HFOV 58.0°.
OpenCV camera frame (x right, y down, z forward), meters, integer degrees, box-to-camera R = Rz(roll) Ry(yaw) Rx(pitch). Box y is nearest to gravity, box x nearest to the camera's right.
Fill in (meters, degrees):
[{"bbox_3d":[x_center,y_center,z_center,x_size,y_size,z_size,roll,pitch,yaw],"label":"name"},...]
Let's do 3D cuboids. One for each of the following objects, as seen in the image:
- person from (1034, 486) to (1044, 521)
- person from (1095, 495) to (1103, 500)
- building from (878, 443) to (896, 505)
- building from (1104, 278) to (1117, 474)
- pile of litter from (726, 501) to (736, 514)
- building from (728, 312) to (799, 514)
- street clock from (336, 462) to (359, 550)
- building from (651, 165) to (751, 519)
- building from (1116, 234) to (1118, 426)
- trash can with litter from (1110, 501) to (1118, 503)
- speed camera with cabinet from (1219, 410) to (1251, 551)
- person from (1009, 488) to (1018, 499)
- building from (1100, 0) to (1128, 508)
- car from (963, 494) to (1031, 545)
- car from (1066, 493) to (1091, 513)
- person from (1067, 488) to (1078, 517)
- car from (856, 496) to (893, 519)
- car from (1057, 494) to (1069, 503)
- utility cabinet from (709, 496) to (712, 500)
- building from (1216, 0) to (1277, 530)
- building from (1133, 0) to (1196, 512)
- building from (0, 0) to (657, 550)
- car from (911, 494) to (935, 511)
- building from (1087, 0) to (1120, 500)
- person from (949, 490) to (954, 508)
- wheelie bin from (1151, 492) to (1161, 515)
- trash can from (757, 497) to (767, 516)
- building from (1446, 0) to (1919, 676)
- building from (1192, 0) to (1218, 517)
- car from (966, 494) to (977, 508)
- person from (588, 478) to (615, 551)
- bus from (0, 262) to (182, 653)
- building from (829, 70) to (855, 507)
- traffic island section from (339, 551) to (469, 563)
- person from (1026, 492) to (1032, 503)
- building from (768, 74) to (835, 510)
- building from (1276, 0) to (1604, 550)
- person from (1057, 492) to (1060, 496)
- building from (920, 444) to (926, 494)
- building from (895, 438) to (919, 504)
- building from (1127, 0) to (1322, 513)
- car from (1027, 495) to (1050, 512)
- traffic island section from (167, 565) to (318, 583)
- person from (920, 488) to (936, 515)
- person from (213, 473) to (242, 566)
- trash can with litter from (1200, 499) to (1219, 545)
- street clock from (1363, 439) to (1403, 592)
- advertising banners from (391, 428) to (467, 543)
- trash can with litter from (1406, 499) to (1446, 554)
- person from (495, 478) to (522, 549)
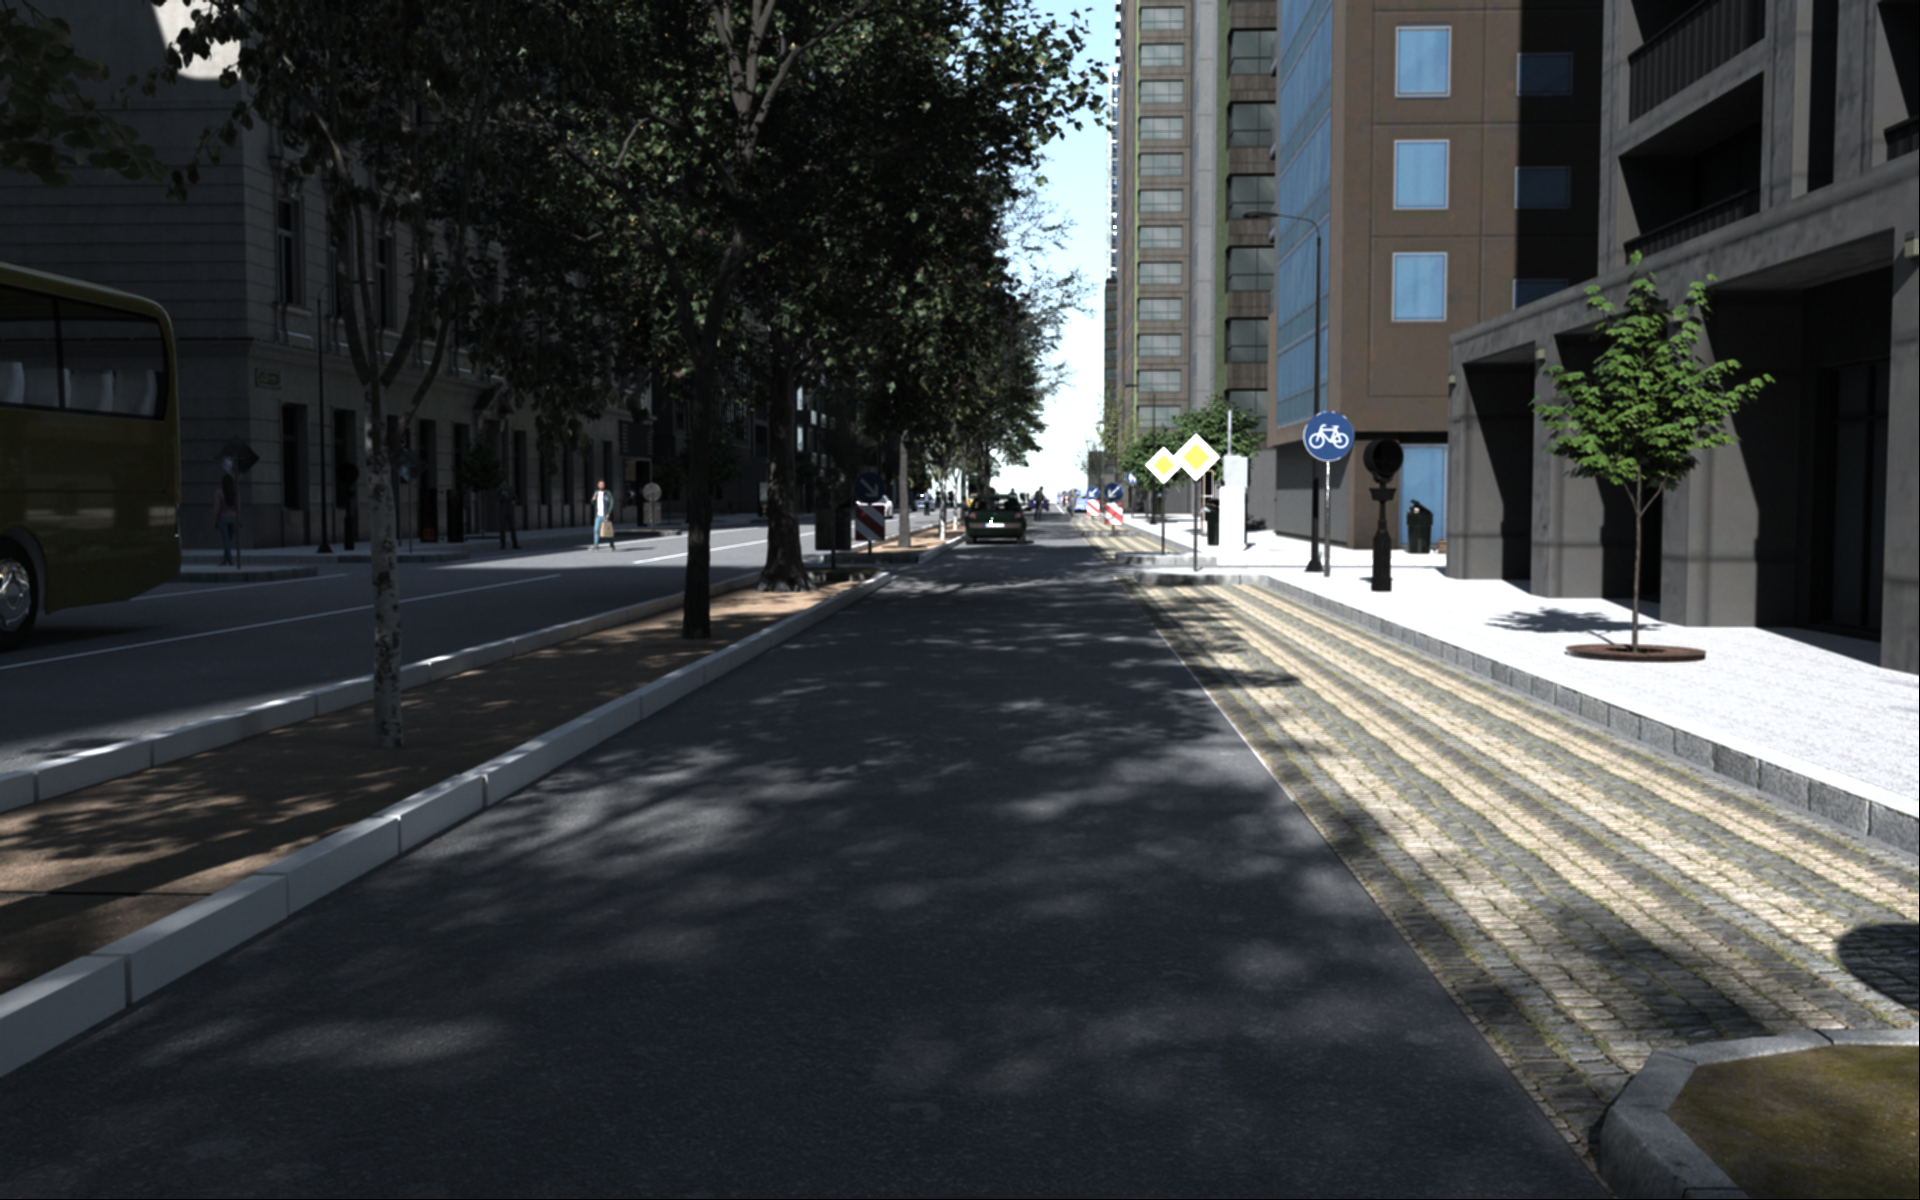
[{"bbox_3d":[4.229,-5.126,92.114,0.447,1.846,0.655,-3,5,-43],"label":"person"},{"bbox_3d":[15.143,-11.190,191.468,1.348,1.823,0.705,0,4,6],"label":"person"},{"bbox_3d":[-15.200,-26.524,205.364,14.160,30.474,14.107,0,4,3],"label":"building"},{"bbox_3d":[26.222,-28.129,231.616,14.160,30.474,14.107,0,4,3],"label":"building"},{"bbox_3d":[-14.881,-5.881,110.112,1.176,0.858,1.719,-2,4,-34],"label":"pile of litter"},{"bbox_3d":[-22.373,-41.846,122.441,20.563,71.187,20.611,0,4,3],"label":"building"},{"bbox_3d":[-13.985,-2.143,39.603,0.471,2.002,0.358,0,4,-8],"label":"street clock"},{"bbox_3d":[-20.477,-18.452,95.196,14.314,27.812,24.014,0,4,3],"label":"building"},{"bbox_3d":[23.310,-32.252,177.432,14.600,45.320,14.200,0,4,3],"label":"building"},{"bbox_3d":[9.883,-6.014,109.710,0.624,1.170,1.055,-1,4,-15],"label":"trash can with litter"},{"bbox_3d":[6.390,-2.805,40.195,0.660,3.252,2.038,1,4,13],"label":"speed camera with cabinet"},{"bbox_3d":[2.975,-5.533,99.369,0.661,1.777,0.834,-2,4,-28],"label":"person"},{"bbox_3d":[27.913,-47.353,212.470,20.563,71.187,20.611,0,4,3],"label":"building"},{"bbox_3d":[1.060,-2.488,50.469,2.009,1.686,4.222,0,4,2],"label":"car"},{"bbox_3d":[9.121,-7.547,132.979,1.945,1.707,3.694,0,4,3],"label":"car"},{"bbox_3d":[7.015,-6.106,108.433,0.694,1.812,0.767,1,4,20],"label":"person"},{"bbox_3d":[-4.917,-5.355,99.918,2.083,1.381,4.827,0,4,3],"label":"car"},{"bbox_3d":[15.078,-14.901,253.218,1.945,1.707,3.694,0,4,2],"label":"car"},{"bbox_3d":[-12.803,-4.568,85.848,1.020,1.237,0.306,-2,4,-29],"label":"utility cabinet"},{"bbox_3d":[16.867,-18.092,67.509,14.160,30.474,14.107,0,4,3],"label":"building"},{"bbox_3d":[19.910,-27.205,128.403,14.154,41.232,14.086,0,4,3],"label":"building"},{"bbox_3d":[-23.127,-17.398,60.879,17.030,29.872,44.131,0,4,3],"label":"building"},{"bbox_3d":[-3.057,-8.123,144.811,2.014,1.417,4.499,0,4,3],"label":"car"},{"bbox_3d":[30.307,-57.495,252.714,22.319,86.520,31.000,0,4,3],"label":"building"},{"bbox_3d":[-0.857,-10.648,182.585,0.705,1.826,1.348,1,4,20],"label":"person"},{"bbox_3d":[12.019,-5.938,104.992,0.980,1.594,0.693,3,5,42],"label":"wheelie bin"},{"bbox_3d":[-11.285,-5.358,99.249,0.748,1.137,0.748,0,3,0],"label":"trash can"},{"bbox_3d":[17.184,-35.204,13.843,20.563,71.187,20.611,0,4,3],"label":"building"},{"bbox_3d":[23.647,-33.869,95.754,21.231,58.520,28.212,0,4,3],"label":"building"},{"bbox_3d":[1.619,-10.085,175.111,2.015,1.641,3.980,0,4,3],"label":"car"},{"bbox_3d":[-8.822,-2.106,42.924,0.794,1.824,0.713,3,4,36],"label":"person"},{"bbox_3d":[-9.822,-1.300,12.794,2.896,3.916,12.252,0,4,1],"label":"bus"},{"bbox_3d":[-19.993,-33.750,175.518,21.300,48.544,21.600,0,4,3],"label":"building"},{"bbox_3d":[-11.902,-0.930,37.481,2.009,0.180,2.903,0,4,3],"label":"traffic island section"},{"bbox_3d":[9.463,-14.199,241.371,1.217,1.743,0.721,0,4,-2],"label":"person"},{"bbox_3d":[-22.905,-32.418,149.638,23.786,49.044,30.456,0,4,3],"label":"building"},{"bbox_3d":[16.089,-24.134,44.709,14.200,45.320,14.600,0,4,3],"label":"building"},{"bbox_3d":[15.130,-15.668,264.669,0.705,1.824,1.348,-1,4,-20],"label":"person"},{"bbox_3d":[-16.347,-38.401,251.560,21.300,48.544,21.600,0,4,3],"label":"building"},{"bbox_3d":[-16.844,-41.859,226.390,21.231,58.520,28.212,0,4,3],"label":"building"},{"bbox_3d":[20.855,-30.111,142.418,14.600,45.320,14.200,0,4,3],"label":"building"},{"bbox_3d":[6.527,-8.013,143.585,1.945,1.354,3.894,0,4,3],"label":"car"},{"bbox_3d":[-12.305,-0.442,29.506,2.009,0.180,2.903,0,4,3],"label":"traffic island section"},{"bbox_3d":[-2.216,-6.642,117.083,1.348,1.826,0.705,-3,5,-40],"label":"person"},{"bbox_3d":[-13.841,-1.484,32.770,0.388,1.821,0.555,2,4,33],"label":"person"},{"bbox_3d":[6.551,-1.965,43.515,0.624,1.170,1.055,3,5,43],"label":"trash can with litter"},{"bbox_3d":[5.568,-1.117,22.828,0.471,2.002,0.358,-1,4,-18],"label":"street clock"},{"bbox_3d":[-14.044,-3.035,45.808,2.074,3.025,0.090,1,4,10],"label":"advertising banners"},{"bbox_3d":[10.175,-1.592,37.415,1.055,1.170,0.624,1,4,12],"label":"trash can with litter"},{"bbox_3d":[-11.773,-2.254,45.151,0.655,1.846,0.447,-2,4,-28],"label":"person"}]
